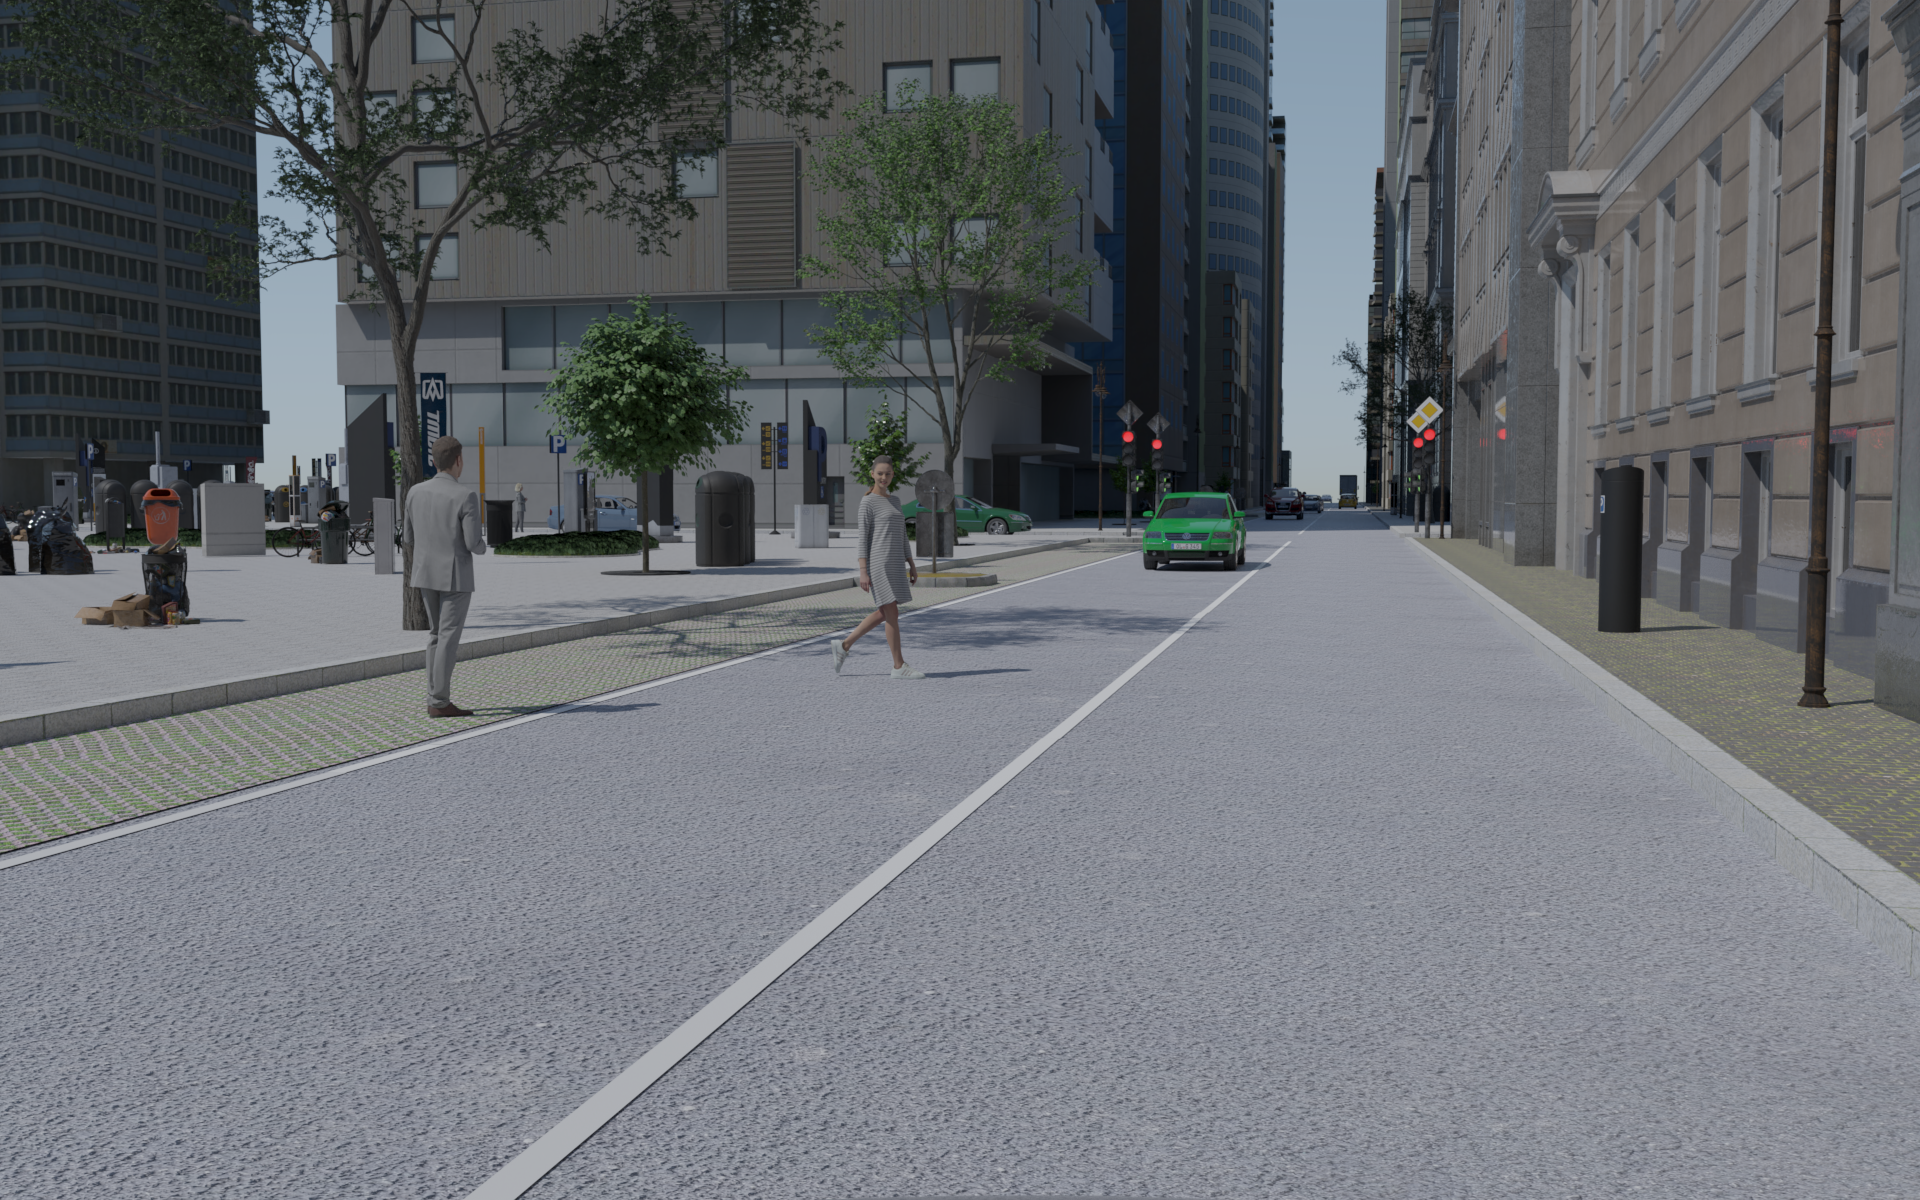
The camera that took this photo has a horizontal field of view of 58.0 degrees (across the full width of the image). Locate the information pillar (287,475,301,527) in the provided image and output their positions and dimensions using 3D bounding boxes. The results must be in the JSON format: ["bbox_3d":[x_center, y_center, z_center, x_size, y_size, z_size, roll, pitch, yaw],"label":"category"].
[{"bbox_3d":[-25.681,-3.816,66.883,0.304,2.012,0.304,2,4,35],"label":"information pillar"}]

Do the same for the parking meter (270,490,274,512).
[{"bbox_3d":[-48.720,-6.989,122.685,0.372,1.533,0.369,0,3,0],"label":"parking meter"}]

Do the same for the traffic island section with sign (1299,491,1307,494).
[{"bbox_3d":[52.606,-15.632,264.202,1.989,1.847,2.006,1,4,13],"label":"traffic island section with sign"}]

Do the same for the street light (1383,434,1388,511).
[{"bbox_3d":[31.972,-9.641,130.411,0.468,5.910,1.993,1,4,13],"label":"street light"}]

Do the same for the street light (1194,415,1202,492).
[{"bbox_3d":[13.659,-7.756,99.595,0.468,5.910,1.993,1,4,13],"label":"street light"}]

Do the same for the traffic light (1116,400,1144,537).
[{"bbox_3d":[5.071,-3.843,51.756,0.839,4.253,0.868,1,4,13],"label":"traffic light"}]

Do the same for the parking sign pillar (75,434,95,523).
[{"bbox_3d":[-39.430,-5.486,78.175,1.447,3.967,1.447,0,4,-8],"label":"parking sign pillar"}]

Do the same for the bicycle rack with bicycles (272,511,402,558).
[{"bbox_3d":[-12.616,-1.396,36.202,2.925,0.926,2.852,-1,4,-10],"label":"bicycle rack with bicycles"}]

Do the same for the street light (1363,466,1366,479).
[{"bbox_3d":[58.240,-16.789,247.283,0.468,5.910,1.993,1,4,13],"label":"street light"}]

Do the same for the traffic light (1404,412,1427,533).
[{"bbox_3d":[15.225,-4.206,57.688,0.839,4.253,0.868,1,4,13],"label":"traffic light"}]

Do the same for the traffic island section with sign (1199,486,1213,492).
[{"bbox_3d":[11.510,-4.414,80.798,1.989,1.847,2.006,1,4,13],"label":"traffic island section with sign"}]

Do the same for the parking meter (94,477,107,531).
[{"bbox_3d":[-28.749,-3.197,57.980,0.399,1.863,0.255,2,4,30],"label":"parking meter"}]

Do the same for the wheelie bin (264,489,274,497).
[{"bbox_3d":[-47.190,-6.720,117.786,0.980,1.594,0.693,-2,4,-27],"label":"wheelie bin"}]

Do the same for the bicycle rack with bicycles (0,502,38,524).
[{"bbox_3d":[-41.202,-3.773,75.077,2.925,0.926,2.852,-2,4,-33],"label":"bicycle rack with bicycles"}]

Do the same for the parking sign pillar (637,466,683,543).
[{"bbox_3d":[-8.044,-3.495,45.615,1.447,3.967,1.447,-3,4,-37],"label":"parking sign pillar"}]

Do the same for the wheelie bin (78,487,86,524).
[{"bbox_3d":[-37.791,-4.028,73.770,0.693,1.594,0.980,3,5,41],"label":"wheelie bin"}]

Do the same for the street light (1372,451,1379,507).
[{"bbox_3d":[40.051,-11.826,166.145,0.468,5.910,1.993,1,4,13],"label":"street light"}]

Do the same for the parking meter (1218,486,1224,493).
[{"bbox_3d":[18.179,-7.024,120.550,0.255,1.863,0.399,-2,4,-23],"label":"parking meter"}]

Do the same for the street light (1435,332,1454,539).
[{"bbox_3d":[13.809,-4.689,49.450,0.468,5.910,1.993,1,4,13],"label":"street light"}]

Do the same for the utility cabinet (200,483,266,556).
[{"bbox_3d":[-14.914,-1.643,35.541,1.173,1.500,0.318,-3,5,-39],"label":"utility cabinet"}]

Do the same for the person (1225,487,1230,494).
[{"bbox_3d":[15.193,-5.558,99.214,0.795,1.843,0.661,1,4,16],"label":"person"}]

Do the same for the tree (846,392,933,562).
[{"bbox_3d":[-1.313,-2.347,32.973,1.663,3.219,1.824,0,3,0],"label":"tree"}]

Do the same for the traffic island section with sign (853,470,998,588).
[{"bbox_3d":[-0.471,-1.142,27.293,1.989,1.847,2.006,1,4,13],"label":"traffic island section with sign"}]

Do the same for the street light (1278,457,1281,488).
[{"bbox_3d":[39.842,-14.880,216.074,0.468,5.910,1.993,1,4,13],"label":"street light"}]

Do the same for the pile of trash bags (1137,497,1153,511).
[{"bbox_3d":[11.034,-5.074,92.710,3.447,1.369,1.912,2,4,28],"label":"pile of trash bags"}]

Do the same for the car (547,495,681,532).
[{"bbox_3d":[-11.693,-2.856,58.695,4.499,1.417,2.014,1,4,11],"label":"car"}]

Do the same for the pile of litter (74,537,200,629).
[{"bbox_3d":[-8.121,-0.193,17.122,1.176,0.858,1.719,-1,4,-15],"label":"pile of litter"}]

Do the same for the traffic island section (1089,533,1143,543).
[{"bbox_3d":[5.035,-1.811,51.899,2.009,0.180,2.903,1,4,13],"label":"traffic island section"}]

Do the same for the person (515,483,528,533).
[{"bbox_3d":[-14.709,-3.025,58.149,0.526,1.800,0.537,0,4,-4],"label":"person"}]

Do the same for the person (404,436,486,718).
[{"bbox_3d":[-3.256,-0.152,11.178,0.606,1.804,0.583,1,4,20],"label":"person"}]

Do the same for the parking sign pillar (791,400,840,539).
[{"bbox_3d":[-4.199,-3.777,50.222,1.447,3.967,1.447,1,4,8],"label":"parking sign pillar"}]

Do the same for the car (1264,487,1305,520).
[{"bbox_3d":[18.412,-5.474,98.172,2.281,1.827,5.304,1,4,13],"label":"car"}]

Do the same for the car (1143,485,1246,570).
[{"bbox_3d":[4.644,-1.542,34.011,1.959,1.807,4.718,1,4,12],"label":"car"}]

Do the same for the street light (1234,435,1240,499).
[{"bbox_3d":[21.604,-9.918,134.947,0.468,5.910,1.993,1,4,13],"label":"street light"}]

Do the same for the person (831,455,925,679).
[{"bbox_3d":[-0.644,-0.257,13.455,0.760,1.731,0.466,0,4,6],"label":"person"}]

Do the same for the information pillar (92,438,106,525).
[{"bbox_3d":[-35.513,-4.898,71.439,0.504,3.616,0.183,-2,4,-26],"label":"information pillar"}]

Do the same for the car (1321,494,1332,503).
[{"bbox_3d":[60.102,-16.619,284.079,2.083,1.381,4.827,1,4,12],"label":"car"}]

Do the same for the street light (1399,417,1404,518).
[{"bbox_3d":[23.260,-7.244,91.223,0.468,5.910,1.993,1,4,13],"label":"street light"}]

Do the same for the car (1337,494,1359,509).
[{"bbox_3d":[37.136,-9.518,165.842,2.015,1.641,3.980,1,4,14],"label":"car"}]

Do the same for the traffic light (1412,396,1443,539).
[{"bbox_3d":[13.479,-3.729,49.895,0.839,4.253,0.868,1,4,13],"label":"traffic light"}]

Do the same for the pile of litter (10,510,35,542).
[{"bbox_3d":[-25.529,-2.023,47.033,1.719,0.858,1.176,2,4,34],"label":"pile of litter"}]

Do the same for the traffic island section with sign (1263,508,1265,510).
[{"bbox_3d":[28.387,-9.020,156.102,1.989,1.847,2.006,1,4,13],"label":"traffic island section with sign"}]

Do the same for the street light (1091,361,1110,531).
[{"bbox_3d":[4.916,-5.362,60.453,0.468,5.910,1.993,1,4,13],"label":"street light"}]

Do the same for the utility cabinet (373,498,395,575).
[{"bbox_3d":[-9.315,-1.034,28.061,0.306,1.237,1.020,-1,4,-16],"label":"utility cabinet"}]

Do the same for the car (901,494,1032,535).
[{"bbox_3d":[-0.047,-2.784,57.314,4.920,1.459,2.131,1,4,11],"label":"car"}]

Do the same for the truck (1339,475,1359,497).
[{"bbox_3d":[57.588,-16.374,256.623,2.839,4.237,11.283,1,4,14],"label":"truck"}]

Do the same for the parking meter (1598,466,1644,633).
[{"bbox_3d":[6.153,-0.472,16.121,0.372,1.533,0.369,0,3,0],"label":"parking meter"}]

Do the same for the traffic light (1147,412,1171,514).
[{"bbox_3d":[6.817,-4.320,59.548,0.839,4.253,0.868,1,4,13],"label":"traffic light"}]

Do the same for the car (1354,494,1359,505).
[{"bbox_3d":[51.862,-13.331,229.763,2.131,1.459,4.920,1,4,14],"label":"car"}]

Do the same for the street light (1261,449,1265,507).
[{"bbox_3d":[30.429,-12.311,174.071,0.468,5.910,1.993,1,4,13],"label":"street light"}]

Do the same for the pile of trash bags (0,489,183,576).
[{"bbox_3d":[-14.484,-1.122,28.103,3.447,1.369,1.912,-1,4,-21],"label":"pile of trash bags"}]

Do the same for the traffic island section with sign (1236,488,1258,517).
[{"bbox_3d":[17.494,-6.046,107.485,1.989,1.847,2.006,1,4,13],"label":"traffic island section with sign"}]

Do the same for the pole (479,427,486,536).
[{"bbox_3d":[-14.543,-3.602,52.740,0.158,3.312,0.155,0,3,0],"label":"pole"}]

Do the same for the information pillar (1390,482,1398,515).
[{"bbox_3d":[26.468,-6.186,105.631,0.304,2.012,0.304,-2,4,-34],"label":"information pillar"}]

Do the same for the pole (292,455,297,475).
[{"bbox_3d":[-34.910,-5.936,90.902,0.158,3.312,0.155,0,3,0],"label":"pole"}]

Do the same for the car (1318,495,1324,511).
[{"bbox_3d":[29.757,-8.199,146.423,2.083,1.381,4.827,1,4,15],"label":"car"}]

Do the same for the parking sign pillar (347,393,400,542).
[{"bbox_3d":[-15.872,-3.563,46.723,1.447,3.967,1.447,2,4,25],"label":"parking sign pillar"}]

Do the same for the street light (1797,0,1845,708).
[{"bbox_3d":[5.159,-2.294,10.287,0.468,5.910,1.993,1,4,13],"label":"street light"}]

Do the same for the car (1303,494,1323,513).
[{"bbox_3d":[26.360,-7.255,130.629,2.014,1.417,4.499,1,4,13],"label":"car"}]

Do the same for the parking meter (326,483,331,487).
[{"bbox_3d":[-32.811,-5.154,89.981,0.255,1.863,0.399,1,4,10],"label":"parking meter"}]
